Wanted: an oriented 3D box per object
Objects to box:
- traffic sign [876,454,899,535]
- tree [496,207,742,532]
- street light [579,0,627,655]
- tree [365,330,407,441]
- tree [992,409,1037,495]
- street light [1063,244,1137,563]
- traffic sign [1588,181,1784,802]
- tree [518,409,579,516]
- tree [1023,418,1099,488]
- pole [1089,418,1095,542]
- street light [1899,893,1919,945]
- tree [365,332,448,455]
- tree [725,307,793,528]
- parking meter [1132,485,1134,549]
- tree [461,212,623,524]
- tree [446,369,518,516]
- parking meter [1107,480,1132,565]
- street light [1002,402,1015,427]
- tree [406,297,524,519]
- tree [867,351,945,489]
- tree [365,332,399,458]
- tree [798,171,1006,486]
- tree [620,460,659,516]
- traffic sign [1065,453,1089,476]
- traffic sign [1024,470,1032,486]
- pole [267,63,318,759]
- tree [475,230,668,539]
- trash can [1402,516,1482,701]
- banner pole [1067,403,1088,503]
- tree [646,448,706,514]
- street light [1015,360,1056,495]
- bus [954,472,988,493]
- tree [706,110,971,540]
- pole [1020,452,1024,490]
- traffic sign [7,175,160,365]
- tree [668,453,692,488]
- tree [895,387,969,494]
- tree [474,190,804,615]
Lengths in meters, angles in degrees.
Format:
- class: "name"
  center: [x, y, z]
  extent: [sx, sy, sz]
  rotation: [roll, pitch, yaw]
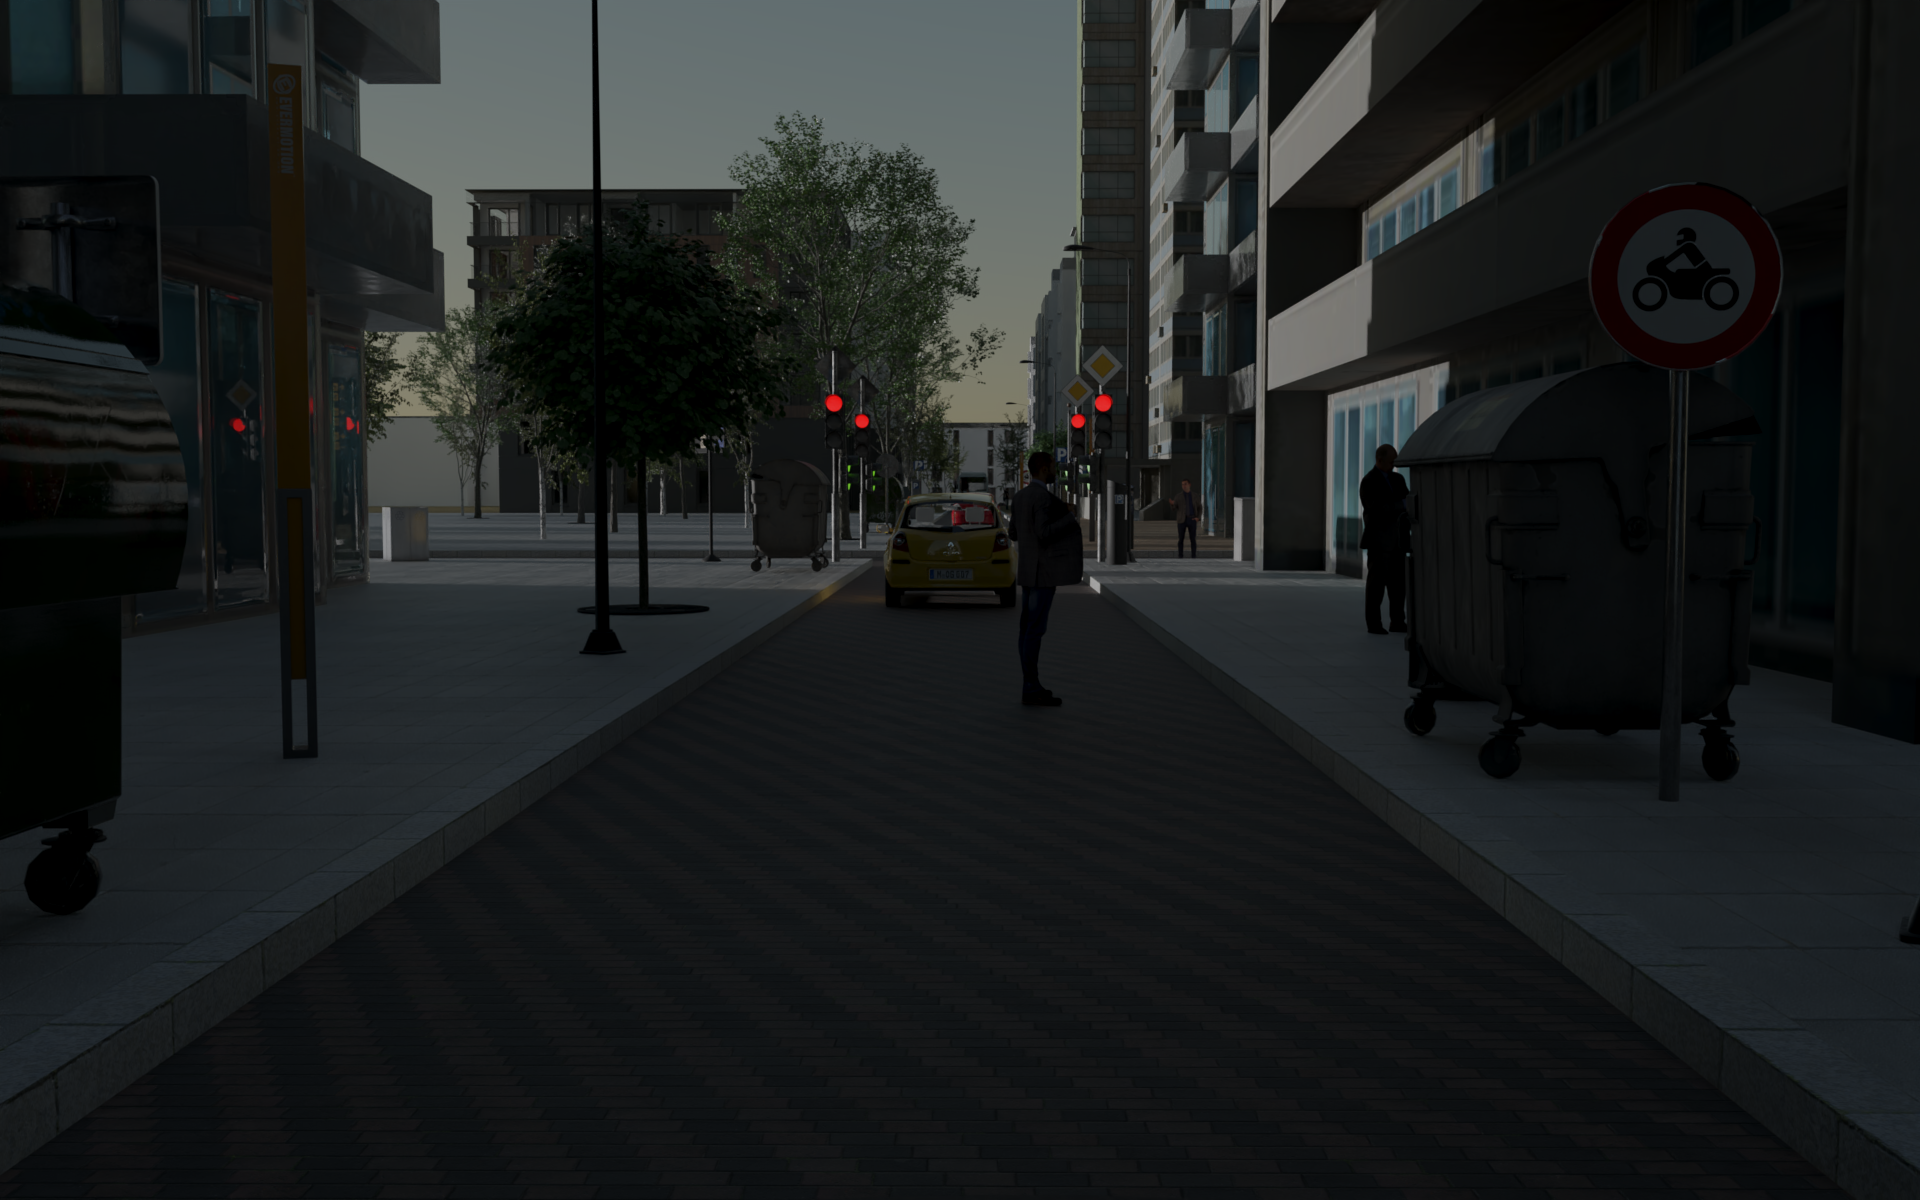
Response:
- class: "traffic sign"
  center: [-2.318, -3.348, 54.852]
  extent: [0.768, 2.556, 0.104]
  rotation: [0, 4, 8]
- class: "tree"
  center: [-11.677, -7.516, 57.295]
  extent: [8.767, 10.594, 7.601]
  rotation: [1, 4, 13]
- class: "street light"
  center: [-2.337, -2.521, 13.766]
  extent: [1.470, 5.913, 1.316]
  rotation: [0, 4, 1]
- class: "tree"
  center: [-22.705, -8.576, 58.348]
  extent: [7.486, 12.596, 7.792]
  rotation: [0, 3, 0]
- class: "tree"
  center: [4.714, -12.198, 149.802]
  extent: [4.737, 8.622, 4.395]
  rotation: [0, 3, 0]
- class: "street light"
  center: [2.612, -3.660, 32.379]
  extent: [1.470, 5.913, 1.316]
  rotation: [0, 4, 1]
- class: "traffic sign"
  center: [2.971, -0.433, 7.180]
  extent: [0.768, 2.556, 0.104]
  rotation: [0, 4, 6]
- class: "tree"
  center: [-26.764, -9.851, 111.421]
  extent: [4.360, 8.622, 3.978]
  rotation: [0, 3, 0]
- class: "tree"
  center: [4.408, -5.593, 75.161]
  extent: [4.285, 4.588, 4.351]
  rotation: [0, 3, 0]
- class: "pole"
  center: [3.574, -3.239, 46.793]
  extent: [0.158, 3.312, 0.155]
  rotation: [0, 3, 0]
- class: "street light"
  center: [2.336, -1.975, 4.832]
  extent: [1.470, 5.913, 1.316]
  rotation: [0, 4, 1]
- class: "tree"
  center: [-17.512, -6.041, 49.141]
  extent: [4.360, 8.622, 3.978]
  rotation: [0, 3, 0]
- class: "tree"
  center: [-8.336, -7.052, 65.663]
  extent: [4.360, 8.622, 3.978]
  rotation: [0, 3, 0]
- class: "parking meter"
  center: [3.860, -1.950, 40.301]
  extent: [0.372, 1.533, 0.369]
  rotation: [0, 3, 0]
- class: "tree"
  center: [-16.282, -10.053, 74.737]
  extent: [12.009, 13.543, 11.850]
  rotation: [0, 3, 0]
- class: "tree"
  center: [-29.308, -9.295, 102.343]
  extent: [4.360, 8.622, 3.978]
  rotation: [0, 3, 0]
- class: "parking meter"
  center: [2.851, -1.409, 31.447]
  extent: [0.372, 1.533, 0.369]
  rotation: [0, 3, 0]
- class: "street light"
  center: [2.996, -7.040, 87.640]
  extent: [1.470, 5.913, 1.316]
  rotation: [0, 4, 1]
- class: "tree"
  center: [-25.036, -10.058, 90.206]
  extent: [9.928, 11.665, 9.643]
  rotation: [0, 3, 0]
- class: "tree"
  center: [-2.551, -8.153, 83.667]
  extent: [4.360, 8.622, 3.978]
  rotation: [0, 3, 0]
- class: "tree"
  center: [-27.290, -7.808, 78.021]
  extent: [4.737, 8.622, 4.395]
  rotation: [0, 3, 0]
- class: "tree"
  center: [-3.436, -15.151, 103.600]
  extent: [12.611, 20.169, 13.585]
  rotation: [0, 3, 0]
- class: "tree"
  center: [-18.648, -9.327, 102.861]
  extent: [4.360, 8.622, 3.978]
  rotation: [0, 3, 0]
- class: "traffic sign"
  center: [3.419, -3.063, 50.181]
  extent: [0.768, 2.556, 0.104]
  rotation: [0, 4, 4]
- class: "traffic sign"
  center: [3.542, -5.572, 91.212]
  extent: [0.768, 2.556, 0.104]
  rotation: [0, 4, 8]
- class: "pole"
  center: [-3.225, -0.889, 8.373]
  extent: [0.158, 3.312, 0.155]
  rotation: [0, 3, 0]
- class: "tree"
  center: [-11.659, -6.038, 49.079]
  extent: [4.737, 8.622, 4.395]
  rotation: [0, 3, 0]
- class: "trash can"
  center: [3.151, 0.043, 10.944]
  extent: [0.748, 1.137, 0.748]
  rotation: [0, 3, 0]
- class: "banner pole"
  center: [3.162, -3.513, 47.447]
  extent: [0.863, 3.779, 0.401]
  rotation: [3, 5, 45]
- class: "tree"
  center: [-18.680, -11.703, 109.463]
  extent: [7.486, 12.596, 7.792]
  rotation: [0, 3, 0]
- class: "street light"
  center: [2.745, -5.355, 60.093]
  extent: [1.470, 5.913, 1.316]
  rotation: [0, 4, 1]
- class: "bus"
  center: [1.025, -9.718, 153.745]
  extent: [2.948, 3.499, 13.247]
  rotation: [0, 4, -1]
- class: "tree"
  center: [-3.400, -7.486, 48.144]
  extent: [9.928, 11.665, 9.643]
  rotation: [0, 3, 0]
- class: "pole"
  center: [2.980, -5.487, 83.558]
  extent: [0.158, 3.312, 0.155]
  rotation: [0, 3, 0]
- class: "traffic sign"
  center: [-2.879, -0.213, 5.610]
  extent: [0.606, 2.300, 0.079]
  rotation: [0, 4, 3]
- class: "tree"
  center: [-16.832, -9.048, 98.303]
  extent: [4.737, 8.622, 4.395]
  rotation: [0, 3, 0]
- class: "tree"
  center: [-2.199, -10.263, 118.169]
  extent: [4.737, 8.622, 4.395]
  rotation: [0, 3, 0]
- class: "tree"
  center: [-3.546, -2.154, 18.928]
  extent: [4.285, 4.588, 4.351]
  rotation: [0, 3, 0]
